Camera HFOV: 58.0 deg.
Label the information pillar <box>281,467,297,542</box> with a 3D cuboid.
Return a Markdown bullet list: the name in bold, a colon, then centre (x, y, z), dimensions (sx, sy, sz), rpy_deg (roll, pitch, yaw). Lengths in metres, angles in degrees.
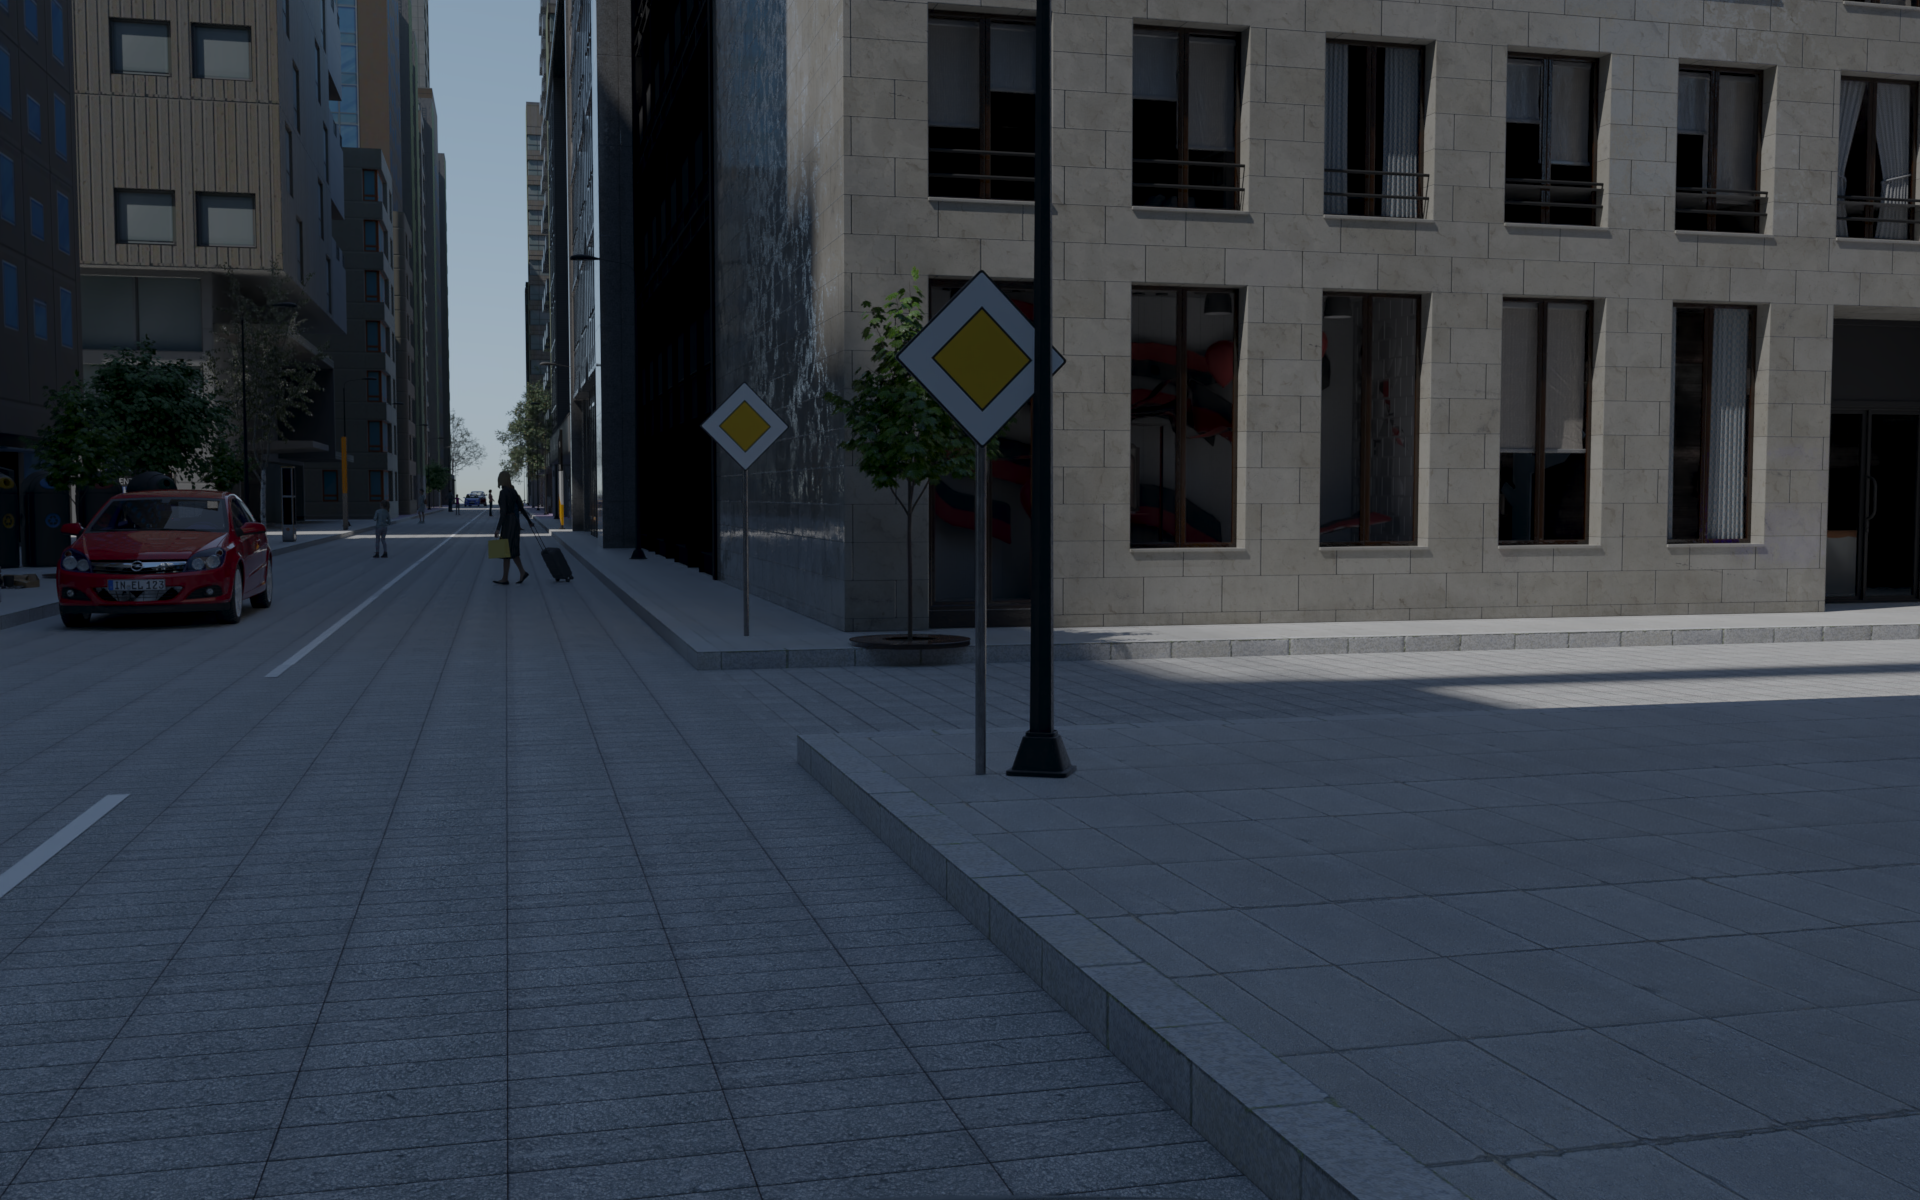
- **information pillar**: centre (-18.021, -2.569, 46.493), dimensions (0.304, 2.012, 0.304), rpy_deg (0, 4, -7)

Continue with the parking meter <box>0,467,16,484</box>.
- **parking meter**: centre (-19.562, -1.820, 35.467), dimensions (0.399, 1.863, 0.255), rpy_deg (0, 4, -6)

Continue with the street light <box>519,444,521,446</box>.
- **street light**: centre (-33.368, -9.909, 134.549), dimensions (1.470, 5.913, 1.316), rpy_deg (-1, 4, -15)

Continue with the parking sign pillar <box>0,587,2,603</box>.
- **parking sign pillar**: centre (-12.016, -1.935, 20.108), dimensions (1.447, 3.967, 1.447), rpy_deg (0, 4, 4)

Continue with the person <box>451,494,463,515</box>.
- **person**: centre (-34.191, -6.499, 117.977), dimensions (0.991, 1.433, 0.599), rpy_deg (-3, 5, -43)

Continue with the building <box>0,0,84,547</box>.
- **building**: centre (-29.117, -23.735, 38.178), dimensions (14.600, 45.320, 14.200), rpy_deg (-1, 4, -15)

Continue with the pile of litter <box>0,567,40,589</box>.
- **pile of litter**: centre (-13.406, -0.612, 23.974), dimensions (1.176, 0.858, 1.719), rpy_deg (-2, 4, -35)

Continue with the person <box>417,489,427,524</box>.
- **person**: centre (-26.249, -4.586, 84.481), dimensions (0.522, 1.701, 0.512), rpy_deg (-1, 4, -20)

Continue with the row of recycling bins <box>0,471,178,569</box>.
- **row of recycling bins**: centre (-15.817, -1.452, 30.845), dimensions (3.534, 1.692, 1.069), rpy_deg (-3, 5, -44)

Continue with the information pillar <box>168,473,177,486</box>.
- **information pillar**: centre (-25.422, -3.138, 55.793), dimensions (0.304, 2.012, 0.304), rpy_deg (-1, 4, -8)

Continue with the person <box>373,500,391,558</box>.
- **person**: centre (-13.033, -1.601, 38.955), dimensions (0.394, 1.301, 0.425), rpy_deg (2, 4, 25)

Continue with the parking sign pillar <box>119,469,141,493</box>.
- **parking sign pillar**: centre (-25.307, -3.926, 52.661), dimensions (1.447, 3.967, 1.447), rpy_deg (0, 4, -4)

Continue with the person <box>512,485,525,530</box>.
- **person**: centre (-17.647, -3.660, 68.518), dimensions (0.721, 1.800, 0.419), rpy_deg (0, 4, 8)

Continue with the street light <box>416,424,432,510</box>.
- **street light**: centre (-35.936, -8.700, 114.786), dimensions (1.470, 5.913, 1.316), rpy_deg (-1, 4, -15)

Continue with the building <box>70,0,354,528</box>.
- **building**: centre (-38.587, -29.113, 65.241), dimensions (28.713, 52.752, 27.495), rpy_deg (-1, 4, -15)

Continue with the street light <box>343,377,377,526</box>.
- **street light**: centre (-23.870, -5.891, 68.860), dimensions (1.470, 5.913, 1.316), rpy_deg (-1, 4, -15)

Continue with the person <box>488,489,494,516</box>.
- **person**: centre (-30.129, -6.255, 111.474), dimensions (0.721, 1.736, 1.217), rpy_deg (0, 4, -3)

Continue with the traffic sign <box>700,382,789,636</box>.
- **traffic sign**: centre (-1.933, -0.731, 15.588), dimensions (0.795, 2.450, 0.064), rpy_deg (-1, 4, -15)

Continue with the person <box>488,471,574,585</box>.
- **person**: centre (-6.893, -1.163, 27.731), dimensions (1.509, 1.804, 0.699), rpy_deg (-3, 5, -42)

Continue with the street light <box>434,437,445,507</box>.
- **street light**: centre (-42.887, -10.342, 141.638), dimensions (1.470, 5.913, 1.316), rpy_deg (-1, 4, -15)

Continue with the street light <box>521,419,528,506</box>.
- **street light**: centre (-26.234, -8.245, 107.348), dimensions (1.470, 5.913, 1.316), rpy_deg (-1, 4, -15)

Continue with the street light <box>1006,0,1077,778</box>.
- **street light**: centre (-0.149, -2.148, 7.665), dimensions (1.470, 5.913, 1.316), rpy_deg (-1, 4, -15)

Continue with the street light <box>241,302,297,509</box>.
- **street light**: centre (-16.760, -4.248, 41.997), dimensions (1.470, 5.913, 1.316), rpy_deg (-1, 4, -15)

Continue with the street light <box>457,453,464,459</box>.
- **street light**: centre (-57.060, -13.621, 195.237), dimensions (1.470, 5.913, 1.316), rpy_deg (-1, 4, -15)

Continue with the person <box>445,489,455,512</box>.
- **person**: centre (-40.911, -7.983, 139.106), dimensions (1.350, 1.814, 0.705), rpy_deg (2, 4, 32)

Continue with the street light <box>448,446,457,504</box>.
- **street light**: centre (-49.948, -11.977, 168.364), dimensions (1.470, 5.913, 1.316), rpy_deg (-1, 4, -15)

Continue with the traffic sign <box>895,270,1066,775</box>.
- **traffic sign**: centre (0.091, -0.258, 7.863), dimensions (0.795, 2.450, 0.064), rpy_deg (-1, 4, -15)

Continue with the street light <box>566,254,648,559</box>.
- **street light**: centre (-6.862, -3.748, 33.820), dimensions (1.470, 5.913, 1.316), rpy_deg (-1, 4, -15)

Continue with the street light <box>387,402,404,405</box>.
- **street light**: centre (-28.870, -7.048, 87.780), dimensions (1.470, 5.913, 1.316), rpy_deg (-1, 4, -15)

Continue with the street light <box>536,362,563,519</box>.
- **street light**: centre (-14.086, -5.423, 61.211), dimensions (1.470, 5.913, 1.316), rpy_deg (-1, 4, -15)

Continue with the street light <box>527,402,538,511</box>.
- **street light**: centre (-21.094, -7.065, 88.049), dimensions (1.470, 5.913, 1.316), rpy_deg (-1, 4, -15)

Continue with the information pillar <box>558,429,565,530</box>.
- **information pillar**: centre (-14.433, -4.359, 62.631), dimensions (0.183, 3.616, 0.504), rpy_deg (-1, 4, -23)
